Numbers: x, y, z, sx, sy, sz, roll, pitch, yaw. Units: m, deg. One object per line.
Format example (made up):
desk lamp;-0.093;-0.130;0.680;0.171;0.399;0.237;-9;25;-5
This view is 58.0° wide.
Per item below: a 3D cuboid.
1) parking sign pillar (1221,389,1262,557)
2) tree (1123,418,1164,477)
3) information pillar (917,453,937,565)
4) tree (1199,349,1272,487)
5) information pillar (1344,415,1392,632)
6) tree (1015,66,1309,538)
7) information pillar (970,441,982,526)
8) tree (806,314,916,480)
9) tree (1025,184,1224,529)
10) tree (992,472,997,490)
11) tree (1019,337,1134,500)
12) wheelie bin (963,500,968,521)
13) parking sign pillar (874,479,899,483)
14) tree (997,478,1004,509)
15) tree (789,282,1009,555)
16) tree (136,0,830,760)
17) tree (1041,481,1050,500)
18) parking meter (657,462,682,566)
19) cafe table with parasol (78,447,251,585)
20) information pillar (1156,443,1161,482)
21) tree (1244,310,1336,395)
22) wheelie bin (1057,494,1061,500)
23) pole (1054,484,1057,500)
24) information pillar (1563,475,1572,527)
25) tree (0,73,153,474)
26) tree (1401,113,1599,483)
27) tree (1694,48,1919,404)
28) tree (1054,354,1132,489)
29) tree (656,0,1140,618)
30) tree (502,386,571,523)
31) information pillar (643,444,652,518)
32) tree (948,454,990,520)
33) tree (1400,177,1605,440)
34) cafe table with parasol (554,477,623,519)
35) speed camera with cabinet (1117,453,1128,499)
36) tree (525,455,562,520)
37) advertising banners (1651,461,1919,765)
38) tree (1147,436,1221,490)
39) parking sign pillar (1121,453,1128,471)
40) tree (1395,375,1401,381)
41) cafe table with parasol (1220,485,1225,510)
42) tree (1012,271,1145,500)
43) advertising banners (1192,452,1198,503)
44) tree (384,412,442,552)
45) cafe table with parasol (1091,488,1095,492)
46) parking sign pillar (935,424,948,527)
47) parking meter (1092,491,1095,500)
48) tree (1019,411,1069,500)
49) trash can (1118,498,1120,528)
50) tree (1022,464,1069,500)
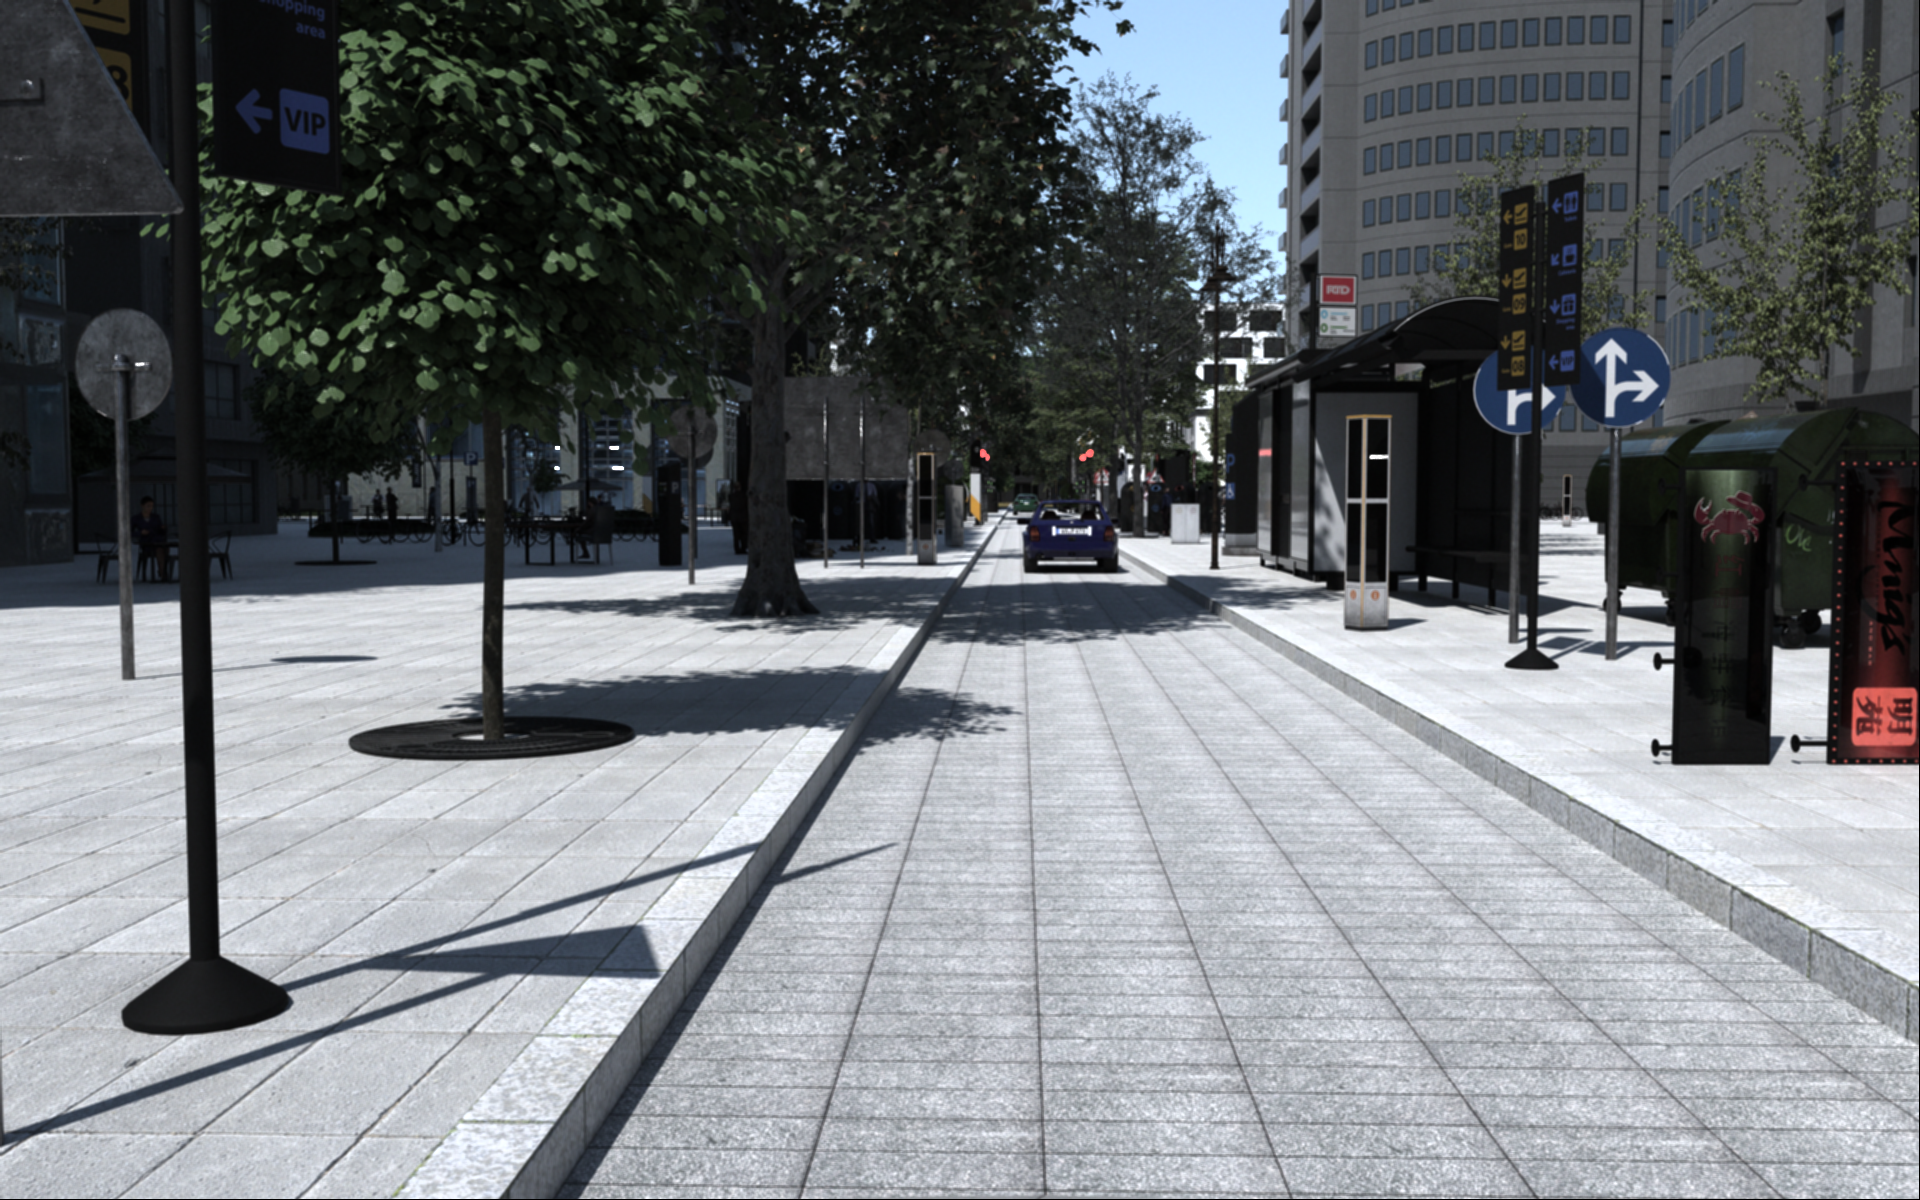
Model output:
parking sign pillar;6.205;-2.916;36.157;1.447;3.967;1.447;-1;4;-23
tree;15.809;-12.265;150.891;4.737;8.622;4.395;0;3;0
information pillar;-0.592;-1.635;31.224;0.304;2.012;0.304;1;4;10
tree;14.309;-8.465;88.763;4.737;8.622;4.395;0;3;0
information pillar;3.827;-0.720;16.269;0.304;2.012;0.304;-1;4;-21
tree;5.106;-8.568;50.462;12.009;13.543;11.850;0;3;0
information pillar;0.645;-4.798;69.803;0.504;3.616;0.183;2;4;35
tree;-3.254;-6.783;61.272;4.360;8.622;3.978;0;3;0
tree;6.079;-8.923;64.023;7.486;12.596;7.792;0;3;0
tree;1.368;-8.391;131.793;1.663;3.219;1.824;0;3;0
tree;7.494;-11.127;107.679;9.928;11.665;9.643;0;3;0
wheelie bin;0.007;-4.493;81.375;0.693;1.594;0.980;-1;4;-20
parking sign pillar;-3.370;-5.639;80.674;1.447;3.967;1.447;-3;5;-44
tree;3.084;-9.491;149.780;1.663;3.219;1.824;0;3;0
tree;-1.040;-5.260;36.360;4.737;8.622;4.395;0;3;0
tree;-2.384;-1.537;8.837;4.285;4.588;4.351;0;3;0
tree;11.796;-17.244;232.302;4.737;8.622;4.395;0;3;0
parking meter;-5.212;-1.552;31.082;0.255;1.863;0.399;2;4;33
cafe table with parasol;-11.564;-1.244;25.201;2.610;1.966;2.610;1;4;17
information pillar;8.232;-4.929;71.949;0.183;3.616;0.504;0;4;-7
tree;13.402;-7.271;69.242;4.360;8.622;3.978;0;3;0
wheelie bin;7.341;-7.125;124.403;0.693;1.594;0.980;0;4;7
pole;8.468;-9.754;153.327;0.158;3.312;0.155;0;3;0
information pillar;23.847;-3.885;68.009;0.304;2.012;0.304;1;4;22
tree;-11.454;-4.190;18.862;4.360;8.622;3.978;0;3;0
tree;11.489;-5.146;34.507;4.737;8.622;4.395;0;3;0
tree;14.032;-4.795;28.762;4.737;8.622;4.395;0;3;0
tree;6.848;-8.465;88.769;4.360;8.622;3.978;0;3;0
tree;-2.041;-6.180;18.046;9.611;12.733;9.660;0;3;0
tree;-15.658;-6.882;62.890;4.360;8.622;3.978;0;3;0
information pillar;-14.668;-5.501;81.297;0.183;3.616;0.504;3;5;45
tree;0.335;-5.595;86.078;1.663;3.219;1.824;0;3;0
tree;12.460;-5.472;39.833;4.360;8.622;3.978;0;3;0
cafe table with parasol;-14.596;-3.863;68.020;2.610;1.966;2.610;0;4;3
speed camera with cabinet;8.036;-5.469;83.758;0.660;3.252;2.038;1;4;22
tree;-20.112;-5.444;83.608;1.663;3.219;1.824;0;3;0
advertising banners;4.332;-0.731;8.132;2.074;3.025;0.090;0;4;0
tree;12.240;-6.986;97.929;4.285;4.588;4.351;0;3;0
parking sign pillar;10.967;-7.640;113.391;1.447;3.967;1.447;2;4;30
tree;16.187;-6.578;57.916;4.737;8.622;4.395;0;3;0
cafe table with parasol;21.017;-8.126;137.721;2.610;1.966;2.610;-1;4;-15
tree;9.757;-16.686;128.712;12.611;20.169;13.585;0;3;0
advertising banners;9.903;-4.637;72.002;0.090;3.025;2.074;0;4;-5
tree;-11.896;-5.389;38.480;4.737;8.622;4.395;0;3;0
cafe table with parasol;11.191;-8.946;151.140;2.610;1.966;2.610;-2;4;-27
parking sign pillar;-0.960;-4.821;67.293;1.447;3.967;1.447;-2;4;-29
parking meter;9.890;-7.252;126.984;0.372;1.533;0.369;0;3;0
tree;11.238;-18.590;210.595;9.857;13.997;8.962;0;3;0
trash can;6.176;-3.345;66.346;0.748;1.137;0.748;0;3;0
tree;11.314;-17.571;221.703;7.601;10.594;8.767;1;4;13
